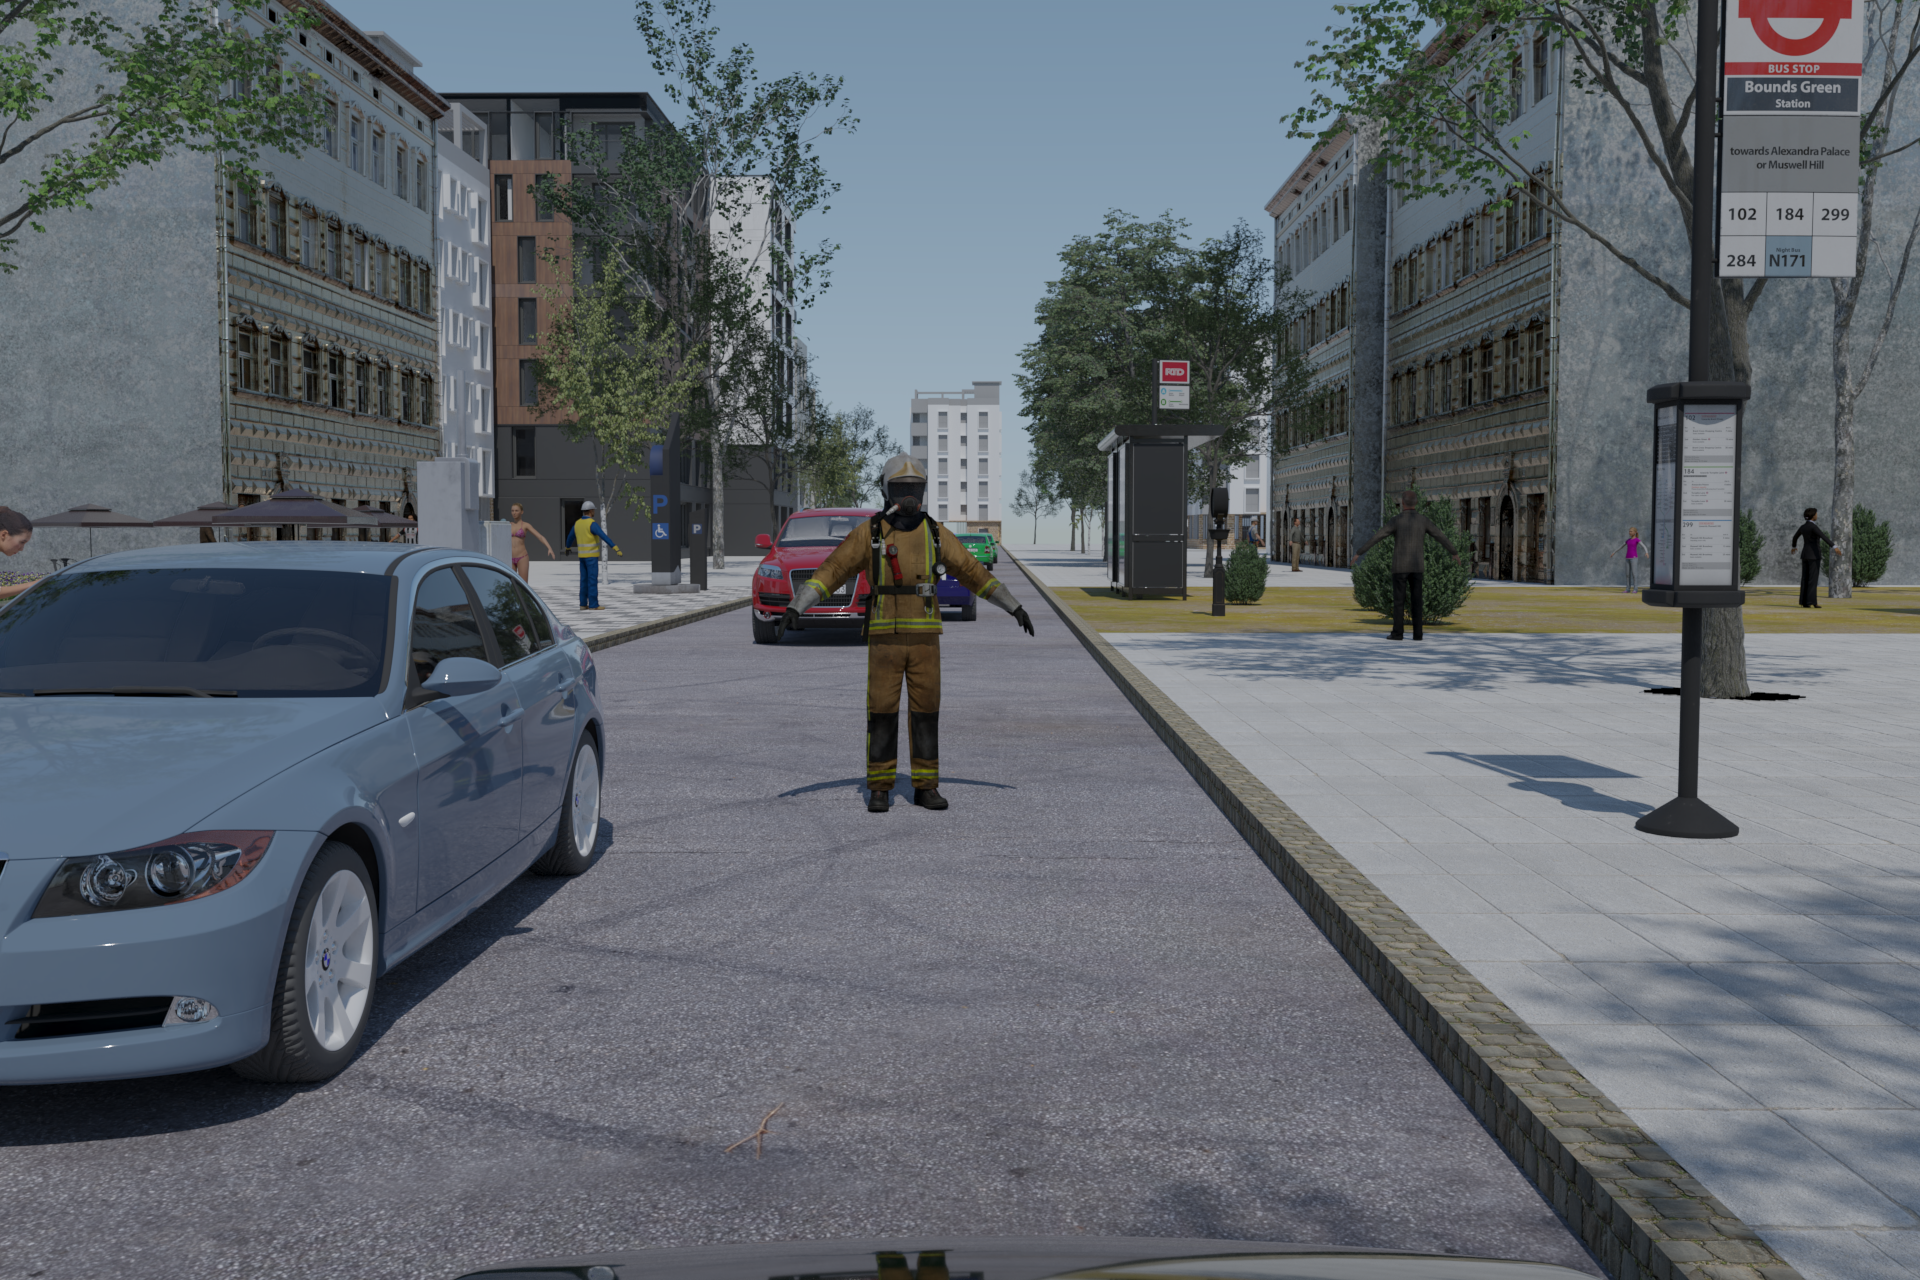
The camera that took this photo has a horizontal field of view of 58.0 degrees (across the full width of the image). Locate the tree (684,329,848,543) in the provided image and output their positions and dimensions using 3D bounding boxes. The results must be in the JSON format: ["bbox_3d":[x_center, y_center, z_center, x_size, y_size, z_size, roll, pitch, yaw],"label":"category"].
[{"bbox_3d":[-8.263,-8.582,74.726,7.601,10.594,8.767,0,4,5],"label":"tree"}]

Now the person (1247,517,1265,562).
[{"bbox_3d":[9.501,-3.061,55.897,0.705,1.847,1.347,-1,4,-11],"label":"person"}]

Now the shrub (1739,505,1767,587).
[{"bbox_3d":[18.678,-2.325,42.051,1.661,2.075,1.752,0,3,0],"label":"shrub"}]

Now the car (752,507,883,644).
[{"bbox_3d":[-1.643,-0.957,24.316,2.281,1.827,5.304,0,4,1],"label":"car"}]

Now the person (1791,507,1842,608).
[{"bbox_3d":[14.824,-1.427,30.048,0.721,1.740,1.216,-1,4,-11],"label":"person"}]

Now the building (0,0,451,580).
[{"bbox_3d":[-27.716,-13.538,52.275,19.493,23.208,18.063,0,4,0],"label":"building"}]

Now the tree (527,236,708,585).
[{"bbox_3d":[-8.747,-5.686,43.331,4.737,8.622,4.395,0,3,0],"label":"tree"}]

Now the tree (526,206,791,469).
[{"bbox_3d":[-8.803,-7.088,50.302,8.767,10.594,7.601,0,4,6],"label":"tree"}]

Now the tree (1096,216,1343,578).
[{"bbox_3d":[7.600,-7.093,50.380,7.601,10.594,8.767,-1,4,-14],"label":"tree"}]

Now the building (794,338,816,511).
[{"bbox_3d":[-22.920,-17.659,155.188,16.747,18.905,31.486,0,4,1],"label":"building"}]

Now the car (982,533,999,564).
[{"bbox_3d":[0.965,-4.677,85.269,1.959,1.807,4.718,0,4,1],"label":"car"}]

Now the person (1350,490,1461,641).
[{"bbox_3d":[5.403,-0.901,20.913,1.348,1.807,0.705,0,4,-2],"label":"person"}]

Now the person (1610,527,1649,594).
[{"bbox_3d":[14.484,-1.723,37.443,0.599,1.433,0.991,-2,4,-29],"label":"person"}]

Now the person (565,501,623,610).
[{"bbox_3d":[-6.243,-1.423,29.241,1.349,1.833,0.705,3,4,36],"label":"person"}]

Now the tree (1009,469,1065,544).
[{"bbox_3d":[9.647,-17.208,215.757,7.601,10.594,8.767,0,4,-6],"label":"tree"}]

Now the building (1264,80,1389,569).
[{"bbox_3d":[23.589,-14.684,71.013,19.493,23.208,18.063,0,4,1],"label":"building"}]

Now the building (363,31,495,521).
[{"bbox_3d":[-26.733,-12.863,66.737,16.016,20.090,11.380,0,4,2],"label":"building"}]

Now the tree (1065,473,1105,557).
[{"bbox_3d":[8.293,-9.000,97.512,4.360,8.622,3.978,0,3,0],"label":"tree"}]

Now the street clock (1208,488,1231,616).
[{"bbox_3d":[4.042,-1.373,27.017,0.358,2.002,0.471,0,4,1],"label":"street clock"}]

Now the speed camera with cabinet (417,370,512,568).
[{"bbox_3d":[-6.201,-1.675,21.727,0.660,3.252,2.038,0,4,2],"label":"speed camera with cabinet"}]

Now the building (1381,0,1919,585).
[{"bbox_3d":[24.135,-13.501,51.665,19.493,23.208,18.063,0,4,0],"label":"building"}]

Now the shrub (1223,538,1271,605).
[{"bbox_3d":[5.117,-1.231,31.239,1.383,1.207,1.383,0,3,0],"label":"shrub"}]

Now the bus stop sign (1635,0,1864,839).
[{"bbox_3d":[3.361,-1.141,7.362,0.855,3.939,0.416,0,4,1],"label":"bus stop sign"}]

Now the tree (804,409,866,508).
[{"bbox_3d":[-7.690,-9.334,102.965,4.737,8.622,4.395,0,3,0],"label":"tree"}]

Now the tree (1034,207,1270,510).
[{"bbox_3d":[7.268,-9.786,66.656,9.857,13.997,8.962,0,3,0],"label":"tree"}]

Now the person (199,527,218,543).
[{"bbox_3d":[-17.240,-2.058,39.791,0.704,1.812,1.346,-2,4,-35],"label":"person"}]

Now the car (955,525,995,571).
[{"bbox_3d":[0.430,-3.665,68.721,1.959,1.807,4.718,0,4,1],"label":"car"}]

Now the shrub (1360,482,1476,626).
[{"bbox_3d":[6.480,-1.229,24.519,1.690,2.028,1.600,0,3,0],"label":"shrub"}]

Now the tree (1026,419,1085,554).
[{"bbox_3d":[8.194,-10.964,113.679,8.767,10.594,7.601,1,4,14],"label":"tree"}]

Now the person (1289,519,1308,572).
[{"bbox_3d":[11.407,-3.203,58.643,0.705,1.796,1.348,3,4,36],"label":"person"}]

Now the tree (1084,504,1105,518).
[{"bbox_3d":[18.890,-17.476,220.143,7.601,10.594,8.767,0,4,-4],"label":"tree"}]

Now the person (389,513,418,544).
[{"bbox_3d":[-14.478,-2.422,45.737,1.345,1.843,0.704,0,4,3],"label":"person"}]

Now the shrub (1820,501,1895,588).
[{"bbox_3d":[21.605,-2.309,41.799,1.661,2.075,1.752,0,3,0],"label":"shrub"}]

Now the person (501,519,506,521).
[{"bbox_3d":[-15.986,-3.339,60.713,1.347,1.817,0.704,0,4,0],"label":"person"}]

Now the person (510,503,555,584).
[{"bbox_3d":[-6.458,-1.123,25.167,1.217,1.733,0.721,0,4,8],"label":"person"}]

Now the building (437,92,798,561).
[{"bbox_3d":[-24.734,-15.466,96.841,27.936,21.610,32.646,0,4,1],"label":"building"}]

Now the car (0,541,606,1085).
[{"bbox_3d":[-2.462,0.363,6.071,2.014,1.417,4.499,0,4,1],"label":"car"}]

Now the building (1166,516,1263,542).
[{"bbox_3d":[26.567,-14.658,181.808,9.099,9.664,28.070,0,4,1],"label":"building"}]

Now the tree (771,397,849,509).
[{"bbox_3d":[-7.386,-8.644,91.689,4.360,8.622,3.978,0,3,0],"label":"tree"}]

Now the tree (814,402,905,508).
[{"bbox_3d":[-6.895,-11.418,121.099,8.767,10.594,7.601,1,4,22],"label":"tree"}]

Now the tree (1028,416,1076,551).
[{"bbox_3d":[8.475,-12.391,128.352,9.928,11.665,9.643,0,3,0],"label":"tree"}]

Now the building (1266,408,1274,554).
[{"bbox_3d":[23.608,-9.438,96.454,9.099,9.664,28.070,0,4,1],"label":"building"}]

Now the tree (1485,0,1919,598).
[{"bbox_3d":[16.699,-10.836,33.064,12.611,20.169,13.585,0,3,0],"label":"tree"}]

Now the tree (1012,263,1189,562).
[{"bbox_3d":[6.987,-10.585,79.720,9.857,13.997,8.962,0,3,0],"label":"tree"}]

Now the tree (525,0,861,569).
[{"bbox_3d":[-9.884,-12.583,61.619,12.611,20.169,13.585,0,3,0],"label":"tree"}]

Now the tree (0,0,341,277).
[{"bbox_3d":[-9.228,-5.467,15.139,9.928,11.665,9.643,0,3,0],"label":"tree"}]

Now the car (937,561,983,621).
[{"bbox_3d":[-0.564,-1.058,29.880,1.945,1.354,3.894,0,4,0],"label":"car"}]

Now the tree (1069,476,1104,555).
[{"bbox_3d":[8.070,-9.568,106.798,4.737,8.622,4.395,0,3,0],"label":"tree"}]

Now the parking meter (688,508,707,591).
[{"bbox_3d":[-5.953,-2.054,39.302,0.399,1.863,0.255,0,4,3],"label":"parking meter"}]

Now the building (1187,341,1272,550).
[{"bbox_3d":[25.264,-18.324,156.016,16.016,20.090,11.380,0,4,1],"label":"building"}]

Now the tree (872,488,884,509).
[{"bbox_3d":[-8.298,-16.179,214.884,4.360,8.622,3.978,0,3,0],"label":"tree"}]

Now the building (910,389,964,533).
[{"bbox_3d":[-5.923,-22.001,218.588,11.380,20.090,16.016,0,4,3],"label":"building"}]

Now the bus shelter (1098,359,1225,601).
[{"bbox_3d":[4.149,-3.657,37.429,2.179,5.291,8.768,0,4,1],"label":"bus shelter"}]

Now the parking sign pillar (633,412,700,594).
[{"bbox_3d":[-6.400,-3.010,37.678,1.447,3.967,1.447,0,4,1],"label":"parking sign pillar"}]

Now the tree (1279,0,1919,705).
[{"bbox_3d":[5.967,-5.363,13.448,9.928,11.665,9.643,0,3,0],"label":"tree"}]

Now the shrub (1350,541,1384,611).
[{"bbox_3d":[6.974,-1.082,28.812,1.383,1.207,1.383,0,3,0],"label":"shrub"}]

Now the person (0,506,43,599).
[{"bbox_3d":[-5.459,-0.015,9.473,0.628,1.438,0.799,3,4,37],"label":"person"}]

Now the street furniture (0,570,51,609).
[{"bbox_3d":[-17.749,-1.354,28.995,9.812,1.723,11.010,-1,4,-17],"label":"street furniture"}]

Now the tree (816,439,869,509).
[{"bbox_3d":[-16.427,-18.823,214.417,9.857,13.997,8.962,0,3,0],"label":"tree"}]

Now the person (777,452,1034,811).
[{"bbox_3d":[-0.287,-0.047,9.001,1.354,1.858,0.705,-1,4,-14],"label":"person"}]
